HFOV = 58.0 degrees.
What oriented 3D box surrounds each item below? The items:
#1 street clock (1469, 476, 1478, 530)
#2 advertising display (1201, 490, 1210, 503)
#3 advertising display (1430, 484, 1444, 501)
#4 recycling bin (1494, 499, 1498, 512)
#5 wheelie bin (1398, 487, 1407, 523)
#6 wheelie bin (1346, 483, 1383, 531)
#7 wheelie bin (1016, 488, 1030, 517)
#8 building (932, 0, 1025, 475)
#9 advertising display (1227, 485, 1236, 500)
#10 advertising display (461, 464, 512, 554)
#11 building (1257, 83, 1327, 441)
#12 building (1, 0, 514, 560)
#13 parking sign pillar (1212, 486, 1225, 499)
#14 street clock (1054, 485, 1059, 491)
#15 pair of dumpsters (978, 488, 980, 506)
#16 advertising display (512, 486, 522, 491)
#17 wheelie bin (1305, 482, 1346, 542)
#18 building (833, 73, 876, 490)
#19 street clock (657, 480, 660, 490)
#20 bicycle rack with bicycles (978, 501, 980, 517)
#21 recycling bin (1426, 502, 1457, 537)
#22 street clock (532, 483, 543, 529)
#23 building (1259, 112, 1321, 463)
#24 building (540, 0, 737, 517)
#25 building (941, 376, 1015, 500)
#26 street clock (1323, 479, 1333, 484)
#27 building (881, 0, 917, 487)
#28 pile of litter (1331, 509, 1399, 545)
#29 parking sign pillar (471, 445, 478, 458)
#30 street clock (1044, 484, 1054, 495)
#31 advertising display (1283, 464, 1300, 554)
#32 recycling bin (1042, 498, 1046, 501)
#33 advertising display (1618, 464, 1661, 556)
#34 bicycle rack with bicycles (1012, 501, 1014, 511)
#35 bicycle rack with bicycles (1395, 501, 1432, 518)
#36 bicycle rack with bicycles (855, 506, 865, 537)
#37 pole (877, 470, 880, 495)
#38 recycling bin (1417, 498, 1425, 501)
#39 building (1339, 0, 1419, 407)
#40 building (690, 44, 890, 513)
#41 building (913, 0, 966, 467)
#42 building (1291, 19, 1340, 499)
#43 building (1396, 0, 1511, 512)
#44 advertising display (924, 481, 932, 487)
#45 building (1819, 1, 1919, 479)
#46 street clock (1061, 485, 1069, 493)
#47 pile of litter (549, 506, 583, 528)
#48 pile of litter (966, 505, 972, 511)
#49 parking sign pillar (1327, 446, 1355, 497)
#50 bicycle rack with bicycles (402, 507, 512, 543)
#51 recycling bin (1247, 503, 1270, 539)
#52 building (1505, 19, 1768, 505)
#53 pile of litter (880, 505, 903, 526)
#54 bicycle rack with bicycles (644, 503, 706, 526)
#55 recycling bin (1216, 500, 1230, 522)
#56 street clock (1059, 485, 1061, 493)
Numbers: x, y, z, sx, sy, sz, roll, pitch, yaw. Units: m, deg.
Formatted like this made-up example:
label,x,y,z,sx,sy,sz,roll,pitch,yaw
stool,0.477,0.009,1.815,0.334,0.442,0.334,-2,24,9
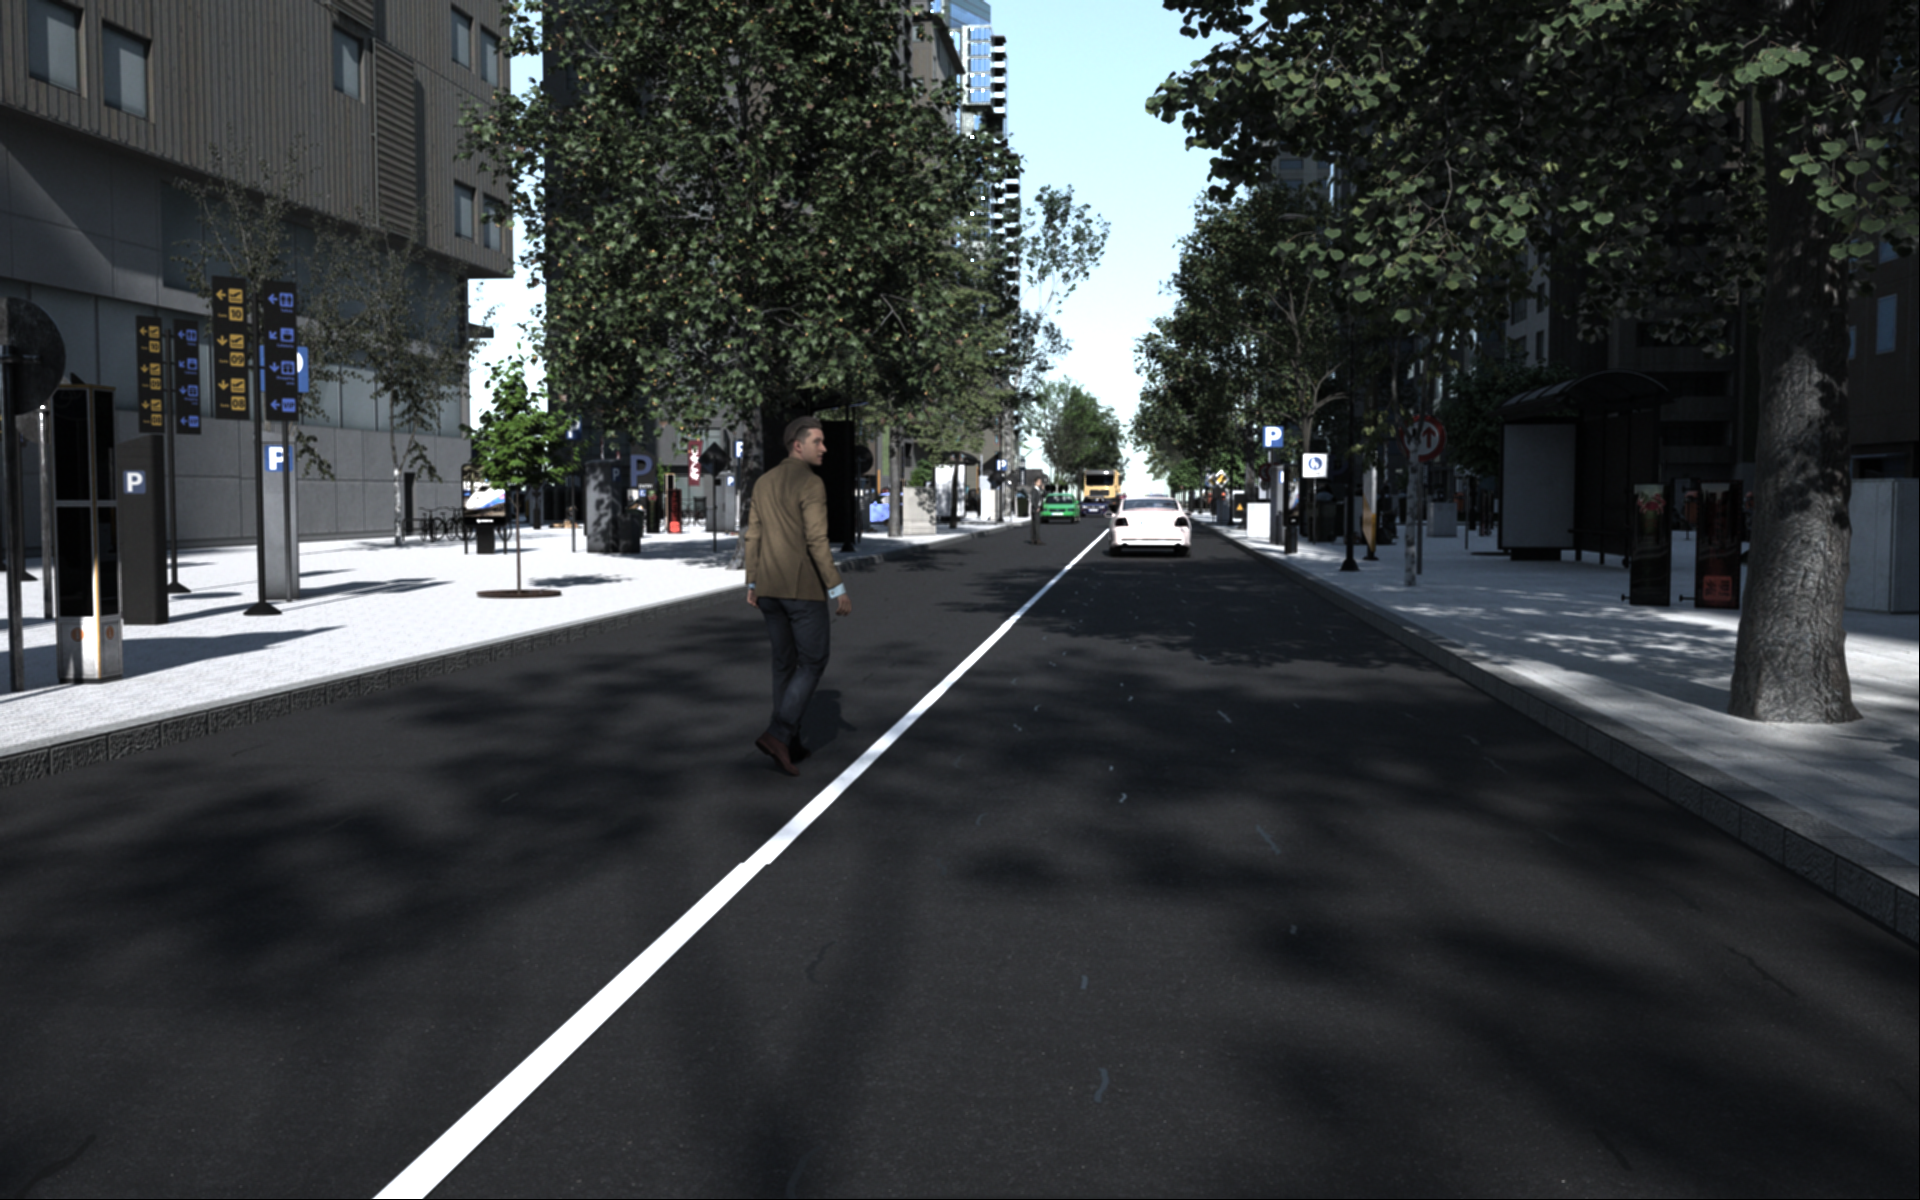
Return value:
label,x,y,z,sx,sy,sz,roll,pitch,yaw
street clock,18.211,-3.482,61.508,0.358,2.002,0.471,-1,4,-17
advertising display,20.833,-8.651,146.657,0.974,1.923,0.123,-2,4,-32
advertising display,30.148,-6.378,109.493,0.974,1.923,0.123,-2,4,-24
recycling bin,27.562,-4.680,89.079,0.722,1.027,0.722,1,4,12
wheelie bin,19.843,-4.228,77.031,0.693,1.594,0.980,2,4,23
wheelie bin,11.169,-2.429,47.617,0.693,1.594,0.980,-3,4,-36
wheelie bin,3.450,-5.348,95.345,0.693,1.594,0.980,1,4,14
building,0.436,-60.215,297.179,22.319,86.520,31.000,0,4,6
advertising display,15.924,-5.912,101.877,0.123,1.923,0.974,-2,4,-26
advertising display,-10.128,-1.941,36.948,0.974,1.923,0.123,0,4,3
building,60.076,-52.569,297.760,20.563,71.187,20.611,0,4,6
building,-29.558,-27.953,46.274,27.495,52.752,28.713,0,4,6
parking sign pillar,18.454,-8.190,122.376,1.447,3.967,1.447,1,4,16
street clock,7.316,-8.070,136.518,0.471,2.002,0.358,-1,4,-10
pair of dumpsters,2.101,-7.329,122.320,1.574,2.255,4.437,0,4,6
advertising display,-31.023,-7.085,121.053,0.974,1.923,0.123,2,4,32
wheelie bin,9.697,-2.359,46.476,0.693,1.594,0.980,-2,4,-25
building,-14.017,-28.987,124.050,14.600,45.320,14.200,0,4,6
street clock,-15.801,-5.230,90.077,0.358,2.002,0.471,-3,4,-36
bicycle rack with bicycles,0.703,-5.040,95.783,2.852,0.926,2.925,1,4,10
recycling bin,14.462,-2.411,51.980,0.722,1.027,0.722,0,4,-3
street clock,-15.353,-3.562,62.809,0.471,2.002,0.358,2,4,25
building,57.962,-44.728,273.298,21.231,58.520,28.212,0,4,6
building,-15.575,-25.597,102.113,14.154,41.232,14.086,0,4,6
building,-6.240,-25.972,269.677,27.650,21.520,28.899,0,4,6
street clock,17.722,-4.831,83.561,0.471,2.002,0.358,2,4,29
building,-13.063,-44.525,166.232,20.563,71.187,20.611,0,4,6
pile of litter,10.246,-1.835,43.969,1.719,0.858,1.176,0,4,8
parking sign pillar,-19.070,-4.808,67.076,1.447,3.967,1.447,2,4,27
street clock,6.346,-7.387,125.350,0.471,2.002,0.358,-1,4,-13
advertising display,7.121,-1.957,37.210,0.123,1.923,0.974,2,4,25
recycling bin,6.426,-7.327,132.344,0.722,1.027,0.722,1,4,11
advertising display,14.157,-1.892,36.140,0.974,1.923,0.123,-1,4,-17
bicycle rack with bicycles,5.119,-8.475,151.955,2.852,0.926,2.925,2,4,32
bicycle rack with bicycles,24.780,-4.915,93.737,2.852,0.926,2.925,-3,5,-44
bicycle rack with bicycles,-4.163,-2.367,52.082,2.852,0.926,2.925,0,4,-8
pole,-6.799,-9.236,144.850,0.158,3.312,0.155,0,3,0
recycling bin,32.956,-6.829,124.202,0.722,1.027,0.722,1,4,21
building,46.971,-38.169,166.057,21.231,58.520,28.212,0,4,6
building,-13.790,-28.305,146.378,14.154,41.232,14.086,0,4,6
building,-14.790,-36.834,191.474,28.713,52.752,27.495,0,4,6
building,50.219,-53.968,195.055,22.319,86.520,31.000,0,4,6
building,46.365,-31.217,129.998,23.786,49.044,30.456,0,4,6
advertising display,-1.499,-4.768,83.166,0.123,1.923,0.974,1,4,23
building,32.411,-24.215,46.034,14.600,45.320,14.200,0,4,6
street clock,8.365,-8.060,136.348,0.358,2.002,0.471,2,4,24
pile of litter,-14.898,-3.148,65.429,1.176,0.858,1.719,-2,4,-25
pile of litter,0.147,-7.103,130.097,1.719,0.858,1.176,1,4,9
parking sign pillar,18.703,-5.908,85.062,1.447,3.967,1.447,3,5,41
bicycle rack with bicycles,-13.932,-2.075,47.309,2.852,0.926,2.925,-3,5,-41
recycling bin,8.630,-2.253,49.386,0.722,1.027,0.722,2,4,30
building,38.086,-19.696,93.727,14.107,30.474,14.160,0,4,6
pile of litter,-2.662,-3.456,70.471,1.176,0.858,1.719,3,5,43
bicycle rack with bicycles,-11.847,-3.409,69.127,2.925,0.926,2.852,3,5,44
recycling bin,12.165,-4.097,79.546,0.722,1.027,0.722,1,4,13
street clock,7.972,-8.140,137.662,0.471,2.002,0.358,-1,4,-11
